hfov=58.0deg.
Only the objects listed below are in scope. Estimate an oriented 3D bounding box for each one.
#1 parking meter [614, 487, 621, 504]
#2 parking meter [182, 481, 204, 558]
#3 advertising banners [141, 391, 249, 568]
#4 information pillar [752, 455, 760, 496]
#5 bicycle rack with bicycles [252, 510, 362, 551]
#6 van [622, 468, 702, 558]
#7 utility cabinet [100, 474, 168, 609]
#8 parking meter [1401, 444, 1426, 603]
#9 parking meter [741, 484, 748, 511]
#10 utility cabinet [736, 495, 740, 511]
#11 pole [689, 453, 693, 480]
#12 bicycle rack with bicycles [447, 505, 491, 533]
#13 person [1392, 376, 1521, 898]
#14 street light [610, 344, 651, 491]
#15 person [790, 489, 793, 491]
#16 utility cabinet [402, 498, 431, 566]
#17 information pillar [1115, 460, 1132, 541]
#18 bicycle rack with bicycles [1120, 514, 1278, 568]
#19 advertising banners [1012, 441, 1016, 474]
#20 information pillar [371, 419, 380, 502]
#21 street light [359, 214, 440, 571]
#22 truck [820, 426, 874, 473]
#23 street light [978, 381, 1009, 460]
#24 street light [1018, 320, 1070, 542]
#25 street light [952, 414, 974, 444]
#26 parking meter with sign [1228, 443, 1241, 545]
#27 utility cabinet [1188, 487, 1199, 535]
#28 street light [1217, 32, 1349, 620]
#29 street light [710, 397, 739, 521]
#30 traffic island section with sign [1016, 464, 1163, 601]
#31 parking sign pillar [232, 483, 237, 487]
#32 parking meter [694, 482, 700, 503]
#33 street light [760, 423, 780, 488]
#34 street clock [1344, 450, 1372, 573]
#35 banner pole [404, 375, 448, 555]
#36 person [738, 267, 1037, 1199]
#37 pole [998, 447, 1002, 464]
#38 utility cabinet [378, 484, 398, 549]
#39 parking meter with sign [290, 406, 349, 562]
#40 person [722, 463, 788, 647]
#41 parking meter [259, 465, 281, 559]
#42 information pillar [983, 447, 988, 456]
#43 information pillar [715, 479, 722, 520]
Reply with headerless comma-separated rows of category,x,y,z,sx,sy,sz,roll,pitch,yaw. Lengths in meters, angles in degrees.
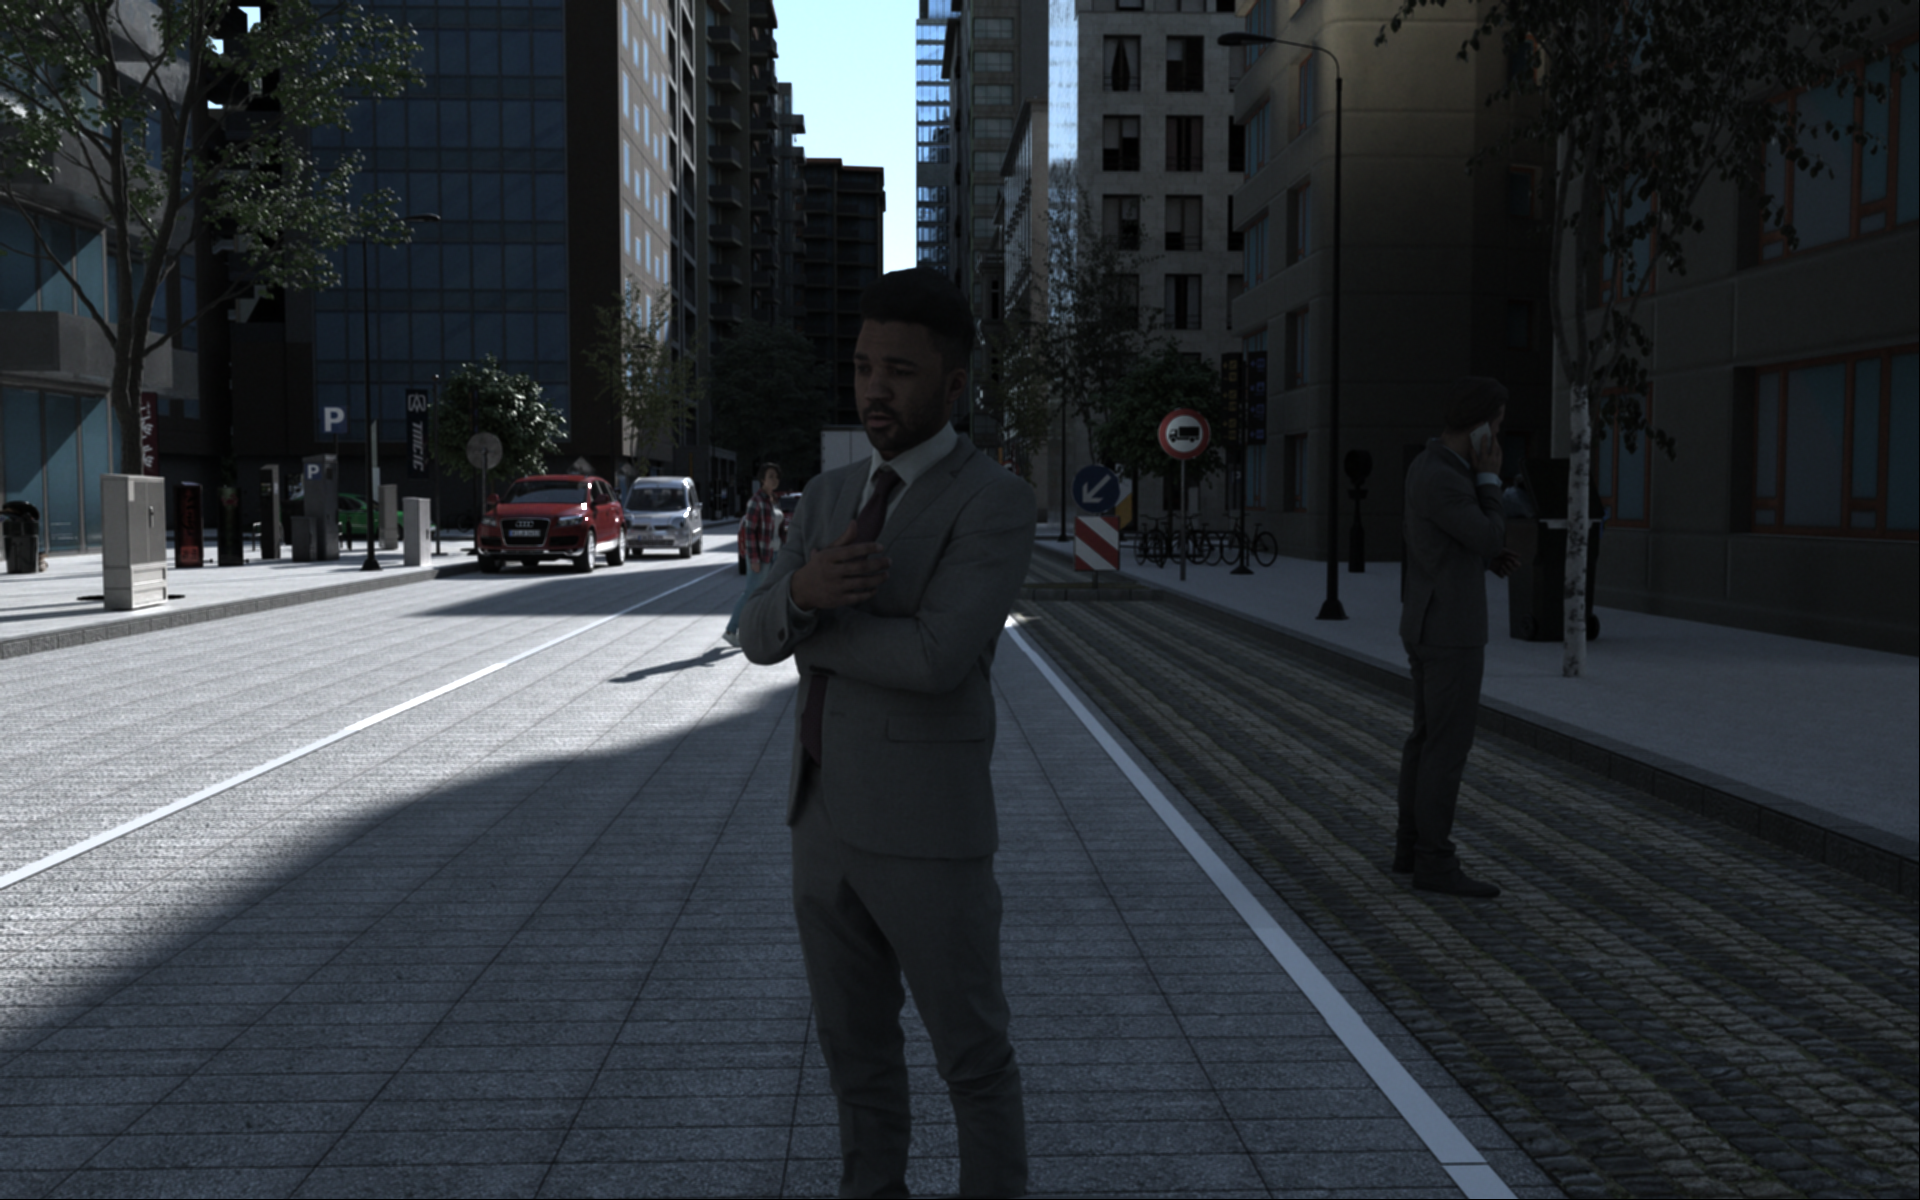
parking meter,-12.002,-3.181,60.425,0.372,1.533,0.369,0,3,0
parking meter,-15.390,-1.610,34.734,0.372,1.533,0.369,0,3,0
advertising banners,-13.454,-2.081,30.211,0.090,3.025,2.074,3,5,40
information pillar,-12.356,-6.958,105.118,0.504,3.616,0.183,1,4,11
bicycle rack with bicycles,-15.138,-1.630,40.032,2.852,0.926,2.925,-1,4,-16
van,-6.904,-2.011,39.894,2.013,2.044,4.112,0,4,-4
utility cabinet,-9.293,-0.664,19.534,0.318,1.500,1.173,0,4,-7
parking meter,5.423,-0.902,20.455,0.399,1.863,0.255,-3,5,-44
parking meter,-12.078,-5.581,96.959,0.255,1.863,0.399,-3,4,-38
utility cabinet,-16.514,-7.151,128.079,0.306,1.237,1.020,-1,4,-20
pole,-13.265,-5.605,85.482,0.158,3.312,0.155,0,3,0
bicycle rack with bicycles,-15.872,-2.728,57.981,2.925,0.926,2.852,2,4,29
person,1.820,0.123,6.299,0.447,1.846,0.655,0,4,1
street light,-10.279,-4.973,53.851,1.470,5.913,1.316,0,4,-2
person,-11.753,-6.876,121.113,0.537,1.800,0.526,1,4,11
utility cabinet,-9.779,-1.227,31.228,0.306,1.237,1.020,0,4,-6
information pillar,4.438,-3.408,47.079,0.504,3.616,0.183,2,4,31
bicycle rack with bicycles,3.971,-1.091,31.214,2.852,0.926,2.925,-2,4,-23
advertising banners,1.962,-3.714,56.909,0.090,3.025,2.074,-1,4,-12
information pillar,-18.252,-3.828,53.943,0.504,3.616,0.183,2,4,32
street light,-9.328,-3.445,28.865,1.470,5.913,1.316,0,4,-2
truck,-4.499,-5.351,76.395,2.839,4.237,11.283,0,4,0
street light,1.449,-6.024,71.038,1.470,5.913,1.316,0,4,-2
street light,2.243,-4.520,46.440,1.470,5.913,1.316,0,4,-2
street light,0.258,-7.838,100.693,1.470,5.913,1.316,0,4,-2
parking meter with sign,7.023,-2.887,43.463,0.543,3.016,1.738,1,4,18
utility cabinet,7.326,-2.805,54.545,0.318,1.500,1.173,0,4,6
street light,3.282,-2.756,17.603,1.470,5.913,1.316,0,4,-2
street light,-11.290,-6.767,83.183,1.470,5.913,1.316,0,4,-2
traffic island section with sign,1.691,-0.940,23.998,1.989,1.847,2.006,0,4,-2
parking sign pillar,-49.858,-8.006,119.378,1.447,3.967,1.447,0,4,8
parking meter,-12.716,-4.780,83.866,0.255,1.863,0.399,0,4,-3
street light,-12.404,-8.570,112.666,1.470,5.913,1.316,0,4,-2
street clock,6.495,-1.452,28.305,0.358,2.002,0.471,-1,4,-23
banner pole,-11.216,-2.835,36.362,0.863,3.779,0.401,-3,4,-36
person,-0.135,0.356,2.866,0.511,1.800,0.466,2,4,26
pole,1.767,-5.013,75.811,0.158,3.312,0.155,0,3,0
utility cabinet,-13.300,-1.930,40.228,0.318,1.500,1.173,-2,4,-24
parking meter with sign,-12.349,-2.270,33.371,0.543,3.016,1.738,0,4,2
person,-1.875,-0.425,16.284,0.643,1.720,0.563,1,4,21
parking meter,-13.607,-1.739,34.148,0.255,1.863,0.399,0,4,-1
information pillar,1.206,-5.810,86.350,0.504,3.616,0.183,3,5,42
information pillar,-11.957,-4.945,85.342,0.304,2.012,0.304,2,4,32
